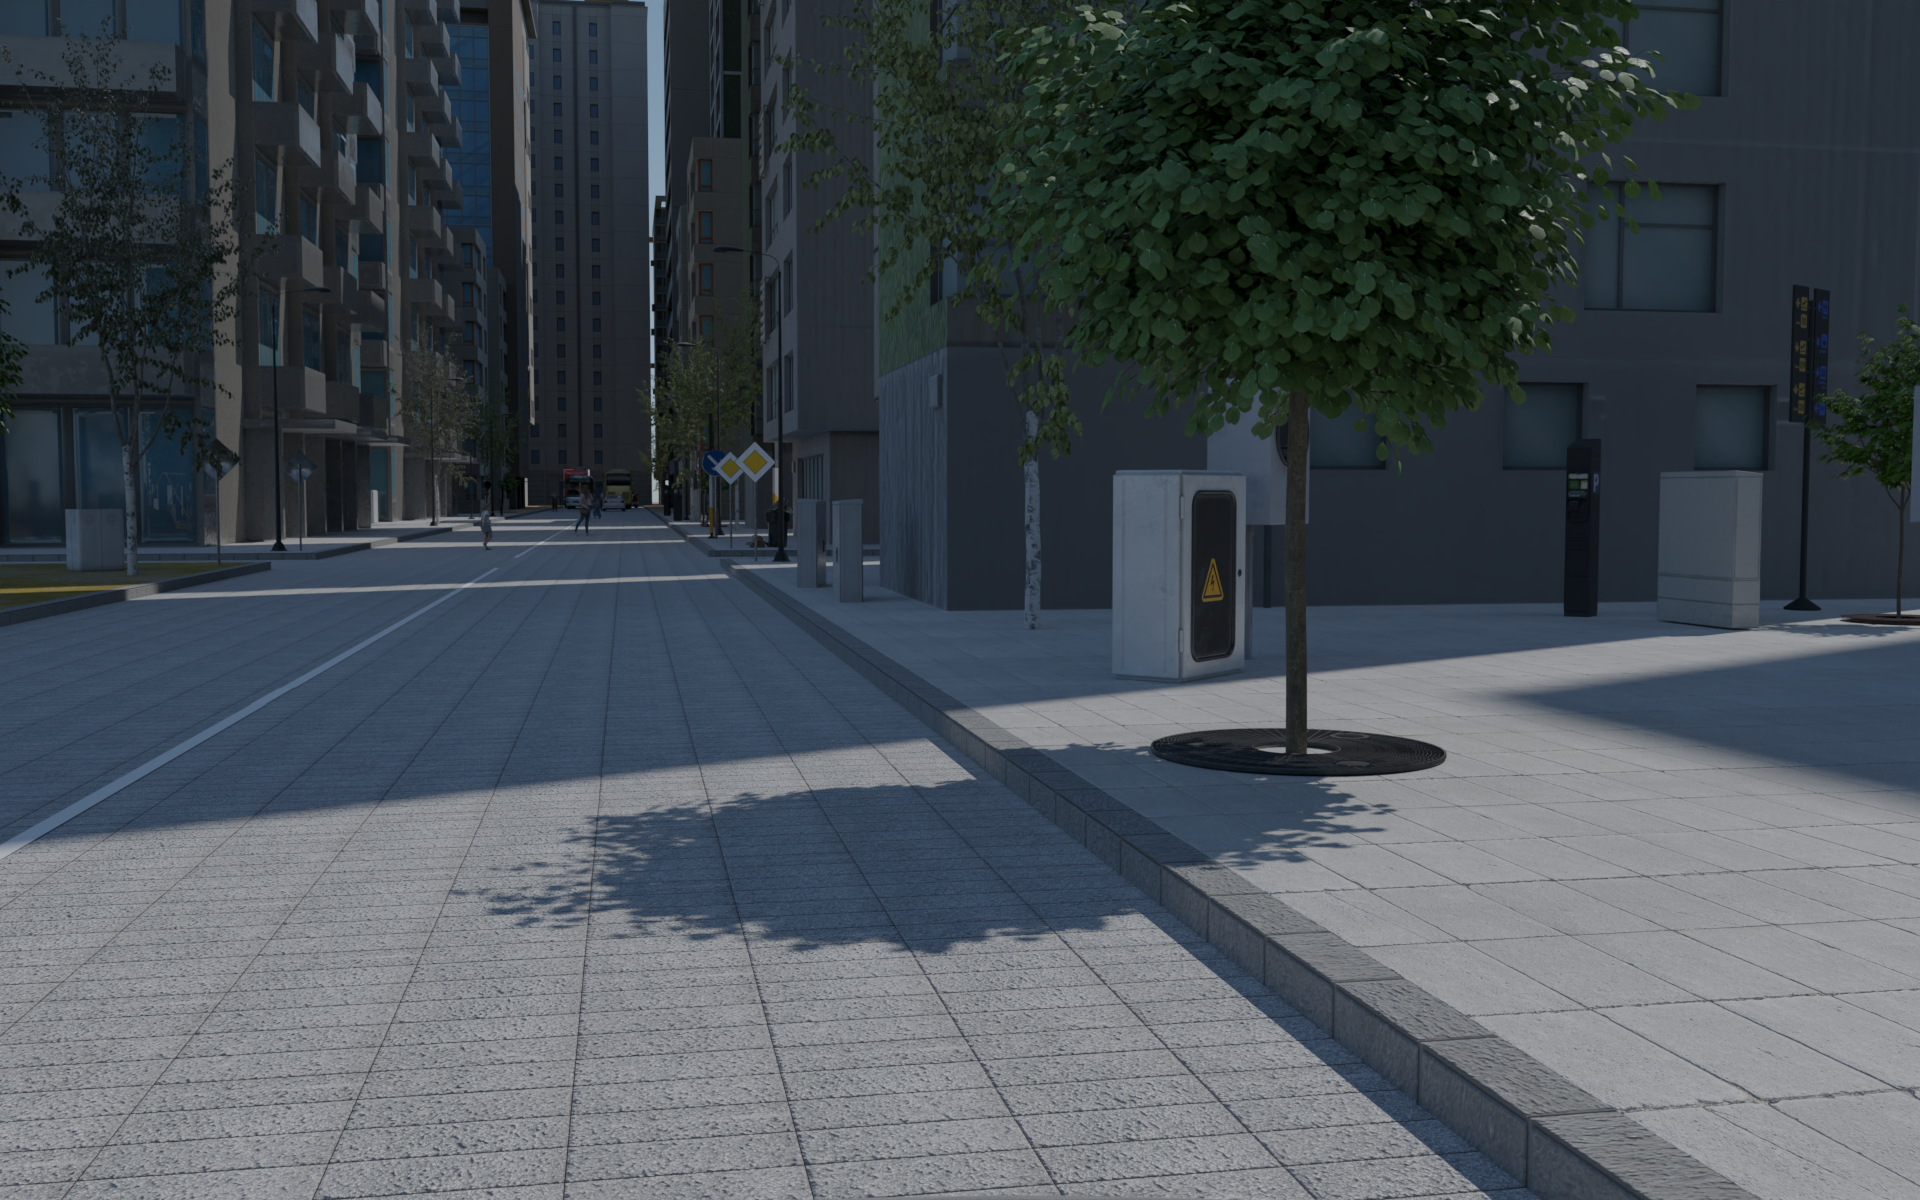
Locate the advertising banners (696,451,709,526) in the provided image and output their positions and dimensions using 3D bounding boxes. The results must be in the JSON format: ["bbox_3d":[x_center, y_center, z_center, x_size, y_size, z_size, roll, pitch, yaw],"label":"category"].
[{"bbox_3d":[-10.370,-4.493,69.645,0.090,3.025,2.074,-1,4,-20],"label":"advertising banners"}]

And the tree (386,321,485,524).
[{"bbox_3d":[-22.285,-7.543,73.689,4.360,8.622,3.978,0,3,0],"label":"tree"}]

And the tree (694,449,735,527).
[{"bbox_3d":[-9.686,-4.457,67.478,1.663,3.219,1.824,0,3,0],"label":"tree"}]

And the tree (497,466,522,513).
[{"bbox_3d":[-31.579,-7.718,120.793,1.663,3.219,1.824,0,3,0],"label":"tree"}]

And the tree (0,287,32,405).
[{"bbox_3d":[-13.208,-2.288,21.129,4.285,4.588,4.351,0,3,0],"label":"tree"}]

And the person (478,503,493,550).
[{"bbox_3d":[-12.185,-1.883,44.305,0.382,1.210,0.505,-3,5,-44],"label":"person"}]

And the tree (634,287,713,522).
[{"bbox_3d":[-7.950,-6.687,59.694,4.737,8.622,4.395,0,3,0],"label":"tree"}]

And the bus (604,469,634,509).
[{"bbox_3d":[-32.961,-10.749,167.291,2.896,3.916,12.252,-1,4,-11],"label":"bus"}]

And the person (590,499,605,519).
[{"bbox_3d":[-21.059,-5.264,100.062,1.012,1.151,0.738,-1,4,-10],"label":"person"}]

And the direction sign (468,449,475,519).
[{"bbox_3d":[-24.888,-5.882,88.165,0.379,3.537,0.876,-1,4,-19],"label":"direction sign"}]

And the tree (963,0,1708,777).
[{"bbox_3d":[1.748,-1.511,8.423,4.285,4.588,4.351,0,3,0],"label":"tree"}]

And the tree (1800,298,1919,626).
[{"bbox_3d":[9.300,-1.391,17.348,1.663,3.219,1.824,0,3,0],"label":"tree"}]

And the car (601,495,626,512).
[{"bbox_3d":[-28.676,-8.022,143.516,2.083,1.381,4.827,-1,4,-12],"label":"car"}]

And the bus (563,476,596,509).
[{"bbox_3d":[-36.680,-10.559,167.506,2.948,3.499,13.247,-1,4,-11],"label":"bus"}]

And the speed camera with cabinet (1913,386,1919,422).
[{"bbox_3d":[8.641,-1.178,13.598,2.038,3.252,0.660,2,4,29],"label":"speed camera with cabinet"}]

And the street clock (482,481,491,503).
[{"bbox_3d":[-25.330,-5.389,92.684,0.358,2.002,0.471,3,4,39],"label":"street clock"}]

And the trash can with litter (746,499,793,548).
[{"bbox_3d":[-4.572,-1.846,41.577,1.055,1.170,0.624,-2,4,-32],"label":"trash can with litter"}]

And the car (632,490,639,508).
[{"bbox_3d":[-33.981,-10.301,177.101,2.281,1.827,5.304,-1,4,-12],"label":"car"}]

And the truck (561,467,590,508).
[{"bbox_3d":[-40.054,-11.747,180.982,2.839,4.237,11.283,-1,4,-11],"label":"truck"}]

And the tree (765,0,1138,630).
[{"bbox_3d":[0.477,-4.018,16.057,4.737,8.622,4.395,0,3,0],"label":"tree"}]

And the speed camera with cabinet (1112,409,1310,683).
[{"bbox_3d":[1.868,-1.116,12.578,0.660,3.252,2.038,3,4,36],"label":"speed camera with cabinet"}]

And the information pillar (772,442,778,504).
[{"bbox_3d":[-5.757,-3.878,54.757,0.183,3.616,0.504,2,4,26],"label":"information pillar"}]

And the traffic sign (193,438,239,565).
[{"bbox_3d":[-13.377,-1.687,31.218,0.795,2.450,0.064,-1,4,-11],"label":"traffic sign"}]

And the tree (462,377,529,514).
[{"bbox_3d":[-29.755,-9.765,110.015,4.737,8.622,4.395,0,3,0],"label":"tree"}]

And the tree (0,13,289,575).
[{"bbox_3d":[-12.959,-4.690,27.052,4.360,8.622,3.978,0,3,0],"label":"tree"}]

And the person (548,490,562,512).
[{"bbox_3d":[-32.760,-8.001,140.054,1.217,1.736,0.721,-2,4,-24],"label":"person"}]

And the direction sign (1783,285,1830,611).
[{"bbox_3d":[9.336,-1.657,19.093,0.876,3.537,0.379,-3,5,-41],"label":"direction sign"}]

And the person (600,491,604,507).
[{"bbox_3d":[-30.845,-8.578,149.682,0.436,1.711,0.756,-1,4,-12],"label":"person"}]

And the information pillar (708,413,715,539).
[{"bbox_3d":[-7.178,-3.591,50.063,0.183,3.616,0.504,0,4,-1],"label":"information pillar"}]

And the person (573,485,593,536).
[{"bbox_3d":[-13.013,-3.100,59.782,0.643,1.750,0.593,1,4,12],"label":"person"}]

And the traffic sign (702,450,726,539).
[{"bbox_3d":[-7.005,-3.035,49.720,0.768,2.556,0.104,0,4,-1],"label":"traffic sign"}]

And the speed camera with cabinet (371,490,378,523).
[{"bbox_3d":[-26.601,-4.984,75.816,2.038,3.252,0.660,0,4,2],"label":"speed camera with cabinet"}]
